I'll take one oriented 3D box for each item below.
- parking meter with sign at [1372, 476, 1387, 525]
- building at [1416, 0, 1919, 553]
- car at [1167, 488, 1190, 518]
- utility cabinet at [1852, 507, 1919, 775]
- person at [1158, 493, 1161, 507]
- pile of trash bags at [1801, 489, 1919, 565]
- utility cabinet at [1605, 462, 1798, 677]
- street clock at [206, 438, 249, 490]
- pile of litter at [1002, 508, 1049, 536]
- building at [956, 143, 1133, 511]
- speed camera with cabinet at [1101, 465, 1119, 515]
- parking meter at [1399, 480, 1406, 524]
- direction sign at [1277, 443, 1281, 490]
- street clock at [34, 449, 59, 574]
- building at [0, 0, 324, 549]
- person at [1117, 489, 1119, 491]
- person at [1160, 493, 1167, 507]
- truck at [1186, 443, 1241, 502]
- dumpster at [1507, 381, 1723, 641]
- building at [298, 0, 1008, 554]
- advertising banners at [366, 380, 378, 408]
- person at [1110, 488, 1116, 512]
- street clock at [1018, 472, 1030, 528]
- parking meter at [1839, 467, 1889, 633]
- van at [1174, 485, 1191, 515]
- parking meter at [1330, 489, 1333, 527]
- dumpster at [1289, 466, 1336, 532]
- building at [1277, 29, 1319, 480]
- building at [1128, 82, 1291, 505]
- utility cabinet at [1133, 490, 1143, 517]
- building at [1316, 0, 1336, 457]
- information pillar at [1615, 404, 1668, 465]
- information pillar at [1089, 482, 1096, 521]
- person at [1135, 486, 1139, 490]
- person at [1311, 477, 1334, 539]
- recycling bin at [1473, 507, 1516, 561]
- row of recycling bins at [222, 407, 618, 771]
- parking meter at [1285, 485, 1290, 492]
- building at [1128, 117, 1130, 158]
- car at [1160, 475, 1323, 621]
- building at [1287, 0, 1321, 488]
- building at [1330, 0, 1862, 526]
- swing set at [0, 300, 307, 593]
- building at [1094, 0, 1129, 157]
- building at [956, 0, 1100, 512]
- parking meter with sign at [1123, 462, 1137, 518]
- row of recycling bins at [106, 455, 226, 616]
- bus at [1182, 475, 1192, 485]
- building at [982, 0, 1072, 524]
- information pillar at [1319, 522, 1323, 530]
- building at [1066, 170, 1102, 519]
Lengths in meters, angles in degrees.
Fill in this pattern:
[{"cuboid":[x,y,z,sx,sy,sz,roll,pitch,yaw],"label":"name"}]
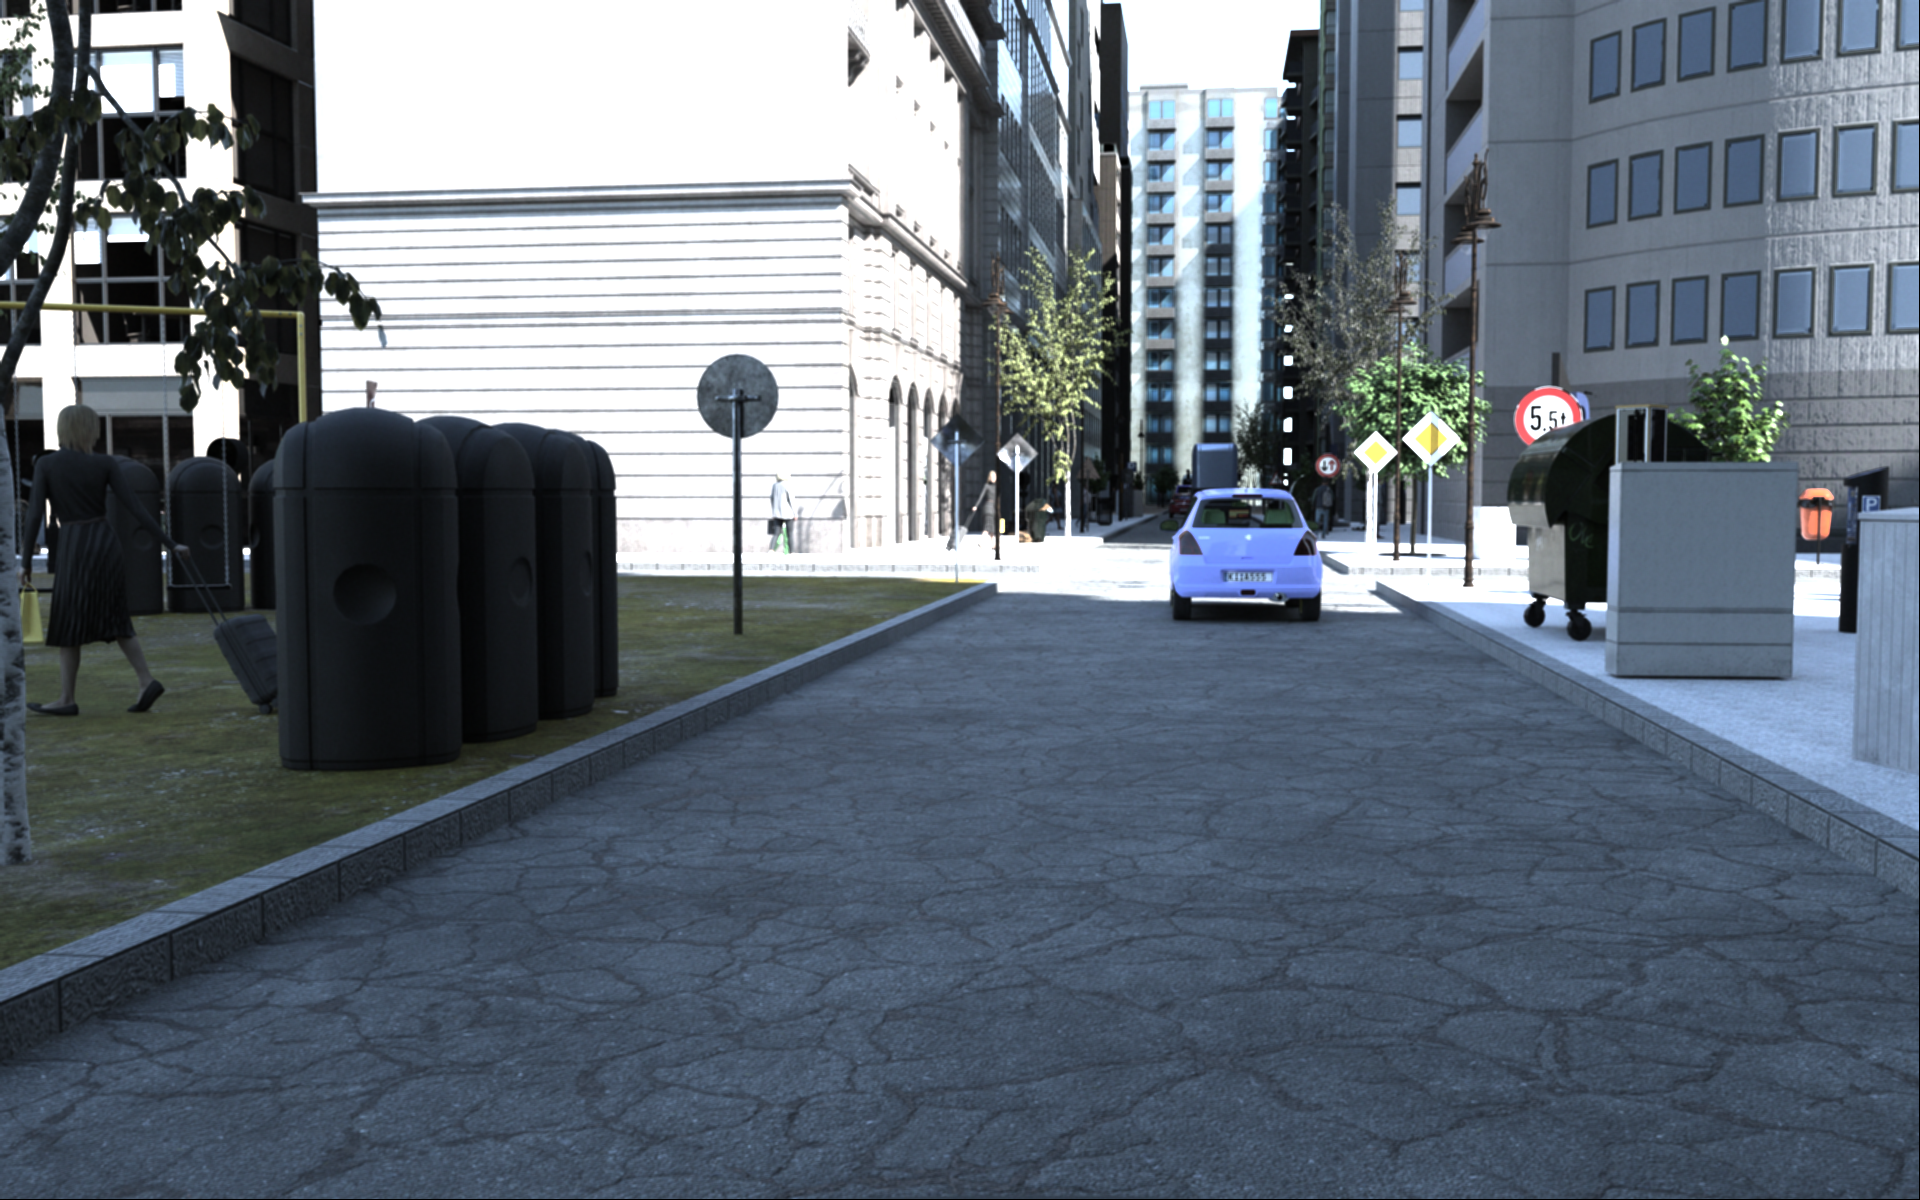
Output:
[{"cuboid":[17.478,-4.649,72.273,0.543,3.016,1.738,0,4,-8],"label":"parking meter with sign"},{"cuboid":[27.560,-30.712,44.142,28.212,58.520,21.231,0,4,8],"label":"building"},{"cuboid":[13.489,-5.813,104.075,2.155,1.783,4.494,0,4,8],"label":"car"},{"cuboid":[4.513,0.201,7.881,0.306,1.237,1.020,0,4,-7],"label":"utility cabinet"},{"cuboid":[20.400,-10.416,177.258,0.530,1.710,0.541,3,5,41],"label":"person"},{"cuboid":[16.882,-1.305,31.088,3.447,1.369,1.912,1,4,13],"label":"pile of trash bags"},{"cuboid":[5.157,-0.208,12.085,1.173,1.500,0.318,0,4,5],"label":"utility cabinet"},{"cuboid":[-9.451,-1.090,22.395,0.471,2.002,0.358,1,4,13],"label":"street clock"},{"cuboid":[2.021,-2.429,53.678,1.719,0.858,1.176,-1,4,-20],"label":"pile of litter"},{"cuboid":[6.845,-22.721,143.194,14.160,30.474,14.107,0,4,8],"label":"building"},{"cuboid":[9.579,-6.887,106.941,2.038,3.252,0.660,0,4,3],"label":"speed camera with cabinet"},{"cuboid":[18.690,-4.127,73.194,0.255,1.863,0.399,2,4,27],"label":"parking meter"},{"cuboid":[14.129,-5.185,76.768,0.379,3.537,0.876,0,4,2],"label":"direction sign"},{"cuboid":[-14.655,-1.432,27.980,0.471,2.002,0.358,-1,4,-21],"label":"street clock"},{"cuboid":[-32.164,-15.040,50.416,34.151,26.468,19.350,0,4,8],"label":"building"},{"cuboid":[11.116,-6.958,119.678,0.599,1.838,0.709,-3,5,-44],"label":"person"},{"cuboid":[19.414,-9.687,165.148,0.721,1.735,1.217,3,4,38],"label":"person"},{"cuboid":[12.858,-5.906,86.320,2.967,4.110,18.799,0,4,7],"label":"truck"},{"cuboid":[5.924,-0.813,15.783,1.502,2.255,1.985,0,4,8],"label":"dumpster"},{"cuboid":[-6.649,-12.631,48.325,13.314,21.916,24.055,0,4,8],"label":"building"},{"cuboid":[-9.094,-1.834,26.178,0.090,3.025,2.074,0,4,-1],"label":"advertising banners"},{"cuboid":[11.130,-7.291,125.802,0.434,1.755,0.990,-2,4,-25],"label":"person"},{"cuboid":[2.079,-3.188,56.702,0.358,2.002,0.471,-2,4,-28],"label":"street clock"},{"cuboid":[8.375,-0.467,16.048,0.372,1.533,0.369,0,3,0],"label":"parking meter"},{"cuboid":[16.157,-7.189,121.917,2.240,2.365,5.245,1,4,9],"label":"van"},{"cuboid":[14.236,-3.749,67.004,0.255,1.863,0.399,-1,4,-19],"label":"parking meter"},{"cuboid":[12.198,-3.512,59.911,1.502,2.255,1.985,0,4,8],"label":"dumpster"},{"cuboid":[41.243,-31.028,161.938,22.147,44.769,28.867,0,4,8],"label":"building"},{"cuboid":[23.870,-35.769,204.428,30.456,49.044,23.786,0,4,8],"label":"building"},{"cuboid":[9.868,-5.399,96.949,0.318,1.500,1.173,2,4,30],"label":"utility cabinet"},{"cuboid":[31.702,-26.646,119.256,14.154,41.232,14.086,0,4,8],"label":"building"},{"cuboid":[5.639,-0.605,14.387,0.304,2.012,0.304,-3,5,-40],"label":"information pillar"},{"cuboid":[6.198,-4.707,81.452,0.304,2.012,0.304,-3,4,-37],"label":"information pillar"},{"cuboid":[11.361,-6.442,111.361,0.705,1.826,1.348,2,4,32],"label":"person"},{"cuboid":[10.341,-2.627,49.347,0.623,1.781,0.721,0,4,6],"label":"person"},{"cuboid":[10.342,-1.294,33.707,0.722,1.027,0.722,0,4,-2],"label":"recycling bin"},{"cuboid":[-2.692,-0.158,9.701,1.069,1.692,3.534,0,4,5],"label":"row of recycling bins"},{"cuboid":[19.471,-5.962,103.190,0.399,1.863,0.255,2,4,30],"label":"parking meter"},{"cuboid":[9.838,-29.973,173.645,14.086,41.232,14.154,0,4,8],"label":"building"},{"cuboid":[3.392,-0.694,20.946,1.945,1.707,3.694,0,4,6],"label":"car"},{"cuboid":[36.861,-42.654,135.651,20.563,71.187,20.611,0,4,8],"label":"building"},{"cuboid":[30.182,-33.488,89.520,21.231,58.520,28.212,0,4,8],"label":"building"},{"cuboid":[-6.855,-1.031,14.472,3.119,2.851,2.862,-1,4,-21],"label":"swing set"},{"cuboid":[7.984,-31.031,157.473,14.600,45.320,14.200,0,4,8],"label":"building"},{"cuboid":[-4.218,-32.626,122.675,28.713,52.752,27.495,0,4,8],"label":"building"},{"cuboid":[9.027,-5.947,93.487,0.543,3.016,1.738,1,4,21],"label":"parking meter with sign"},{"cuboid":[-7.950,-0.747,19.333,3.534,1.692,1.069,-3,5,-43],"label":"row of recycling bins"},{"cuboid":[23.245,-10.758,170.758,2.948,3.499,13.247,1,4,8],"label":"bus"},{"cuboid":[-1.938,-18.170,74.566,11.434,29.767,29.804,0,4,8],"label":"building"},{"cuboid":[13.064,-3.540,62.378,0.304,2.012,0.304,0,4,-1],"label":"information pillar"},{"cuboid":[2.344,-14.905,98.449,10.420,20.320,16.860,0,4,8],"label":"building"}]
